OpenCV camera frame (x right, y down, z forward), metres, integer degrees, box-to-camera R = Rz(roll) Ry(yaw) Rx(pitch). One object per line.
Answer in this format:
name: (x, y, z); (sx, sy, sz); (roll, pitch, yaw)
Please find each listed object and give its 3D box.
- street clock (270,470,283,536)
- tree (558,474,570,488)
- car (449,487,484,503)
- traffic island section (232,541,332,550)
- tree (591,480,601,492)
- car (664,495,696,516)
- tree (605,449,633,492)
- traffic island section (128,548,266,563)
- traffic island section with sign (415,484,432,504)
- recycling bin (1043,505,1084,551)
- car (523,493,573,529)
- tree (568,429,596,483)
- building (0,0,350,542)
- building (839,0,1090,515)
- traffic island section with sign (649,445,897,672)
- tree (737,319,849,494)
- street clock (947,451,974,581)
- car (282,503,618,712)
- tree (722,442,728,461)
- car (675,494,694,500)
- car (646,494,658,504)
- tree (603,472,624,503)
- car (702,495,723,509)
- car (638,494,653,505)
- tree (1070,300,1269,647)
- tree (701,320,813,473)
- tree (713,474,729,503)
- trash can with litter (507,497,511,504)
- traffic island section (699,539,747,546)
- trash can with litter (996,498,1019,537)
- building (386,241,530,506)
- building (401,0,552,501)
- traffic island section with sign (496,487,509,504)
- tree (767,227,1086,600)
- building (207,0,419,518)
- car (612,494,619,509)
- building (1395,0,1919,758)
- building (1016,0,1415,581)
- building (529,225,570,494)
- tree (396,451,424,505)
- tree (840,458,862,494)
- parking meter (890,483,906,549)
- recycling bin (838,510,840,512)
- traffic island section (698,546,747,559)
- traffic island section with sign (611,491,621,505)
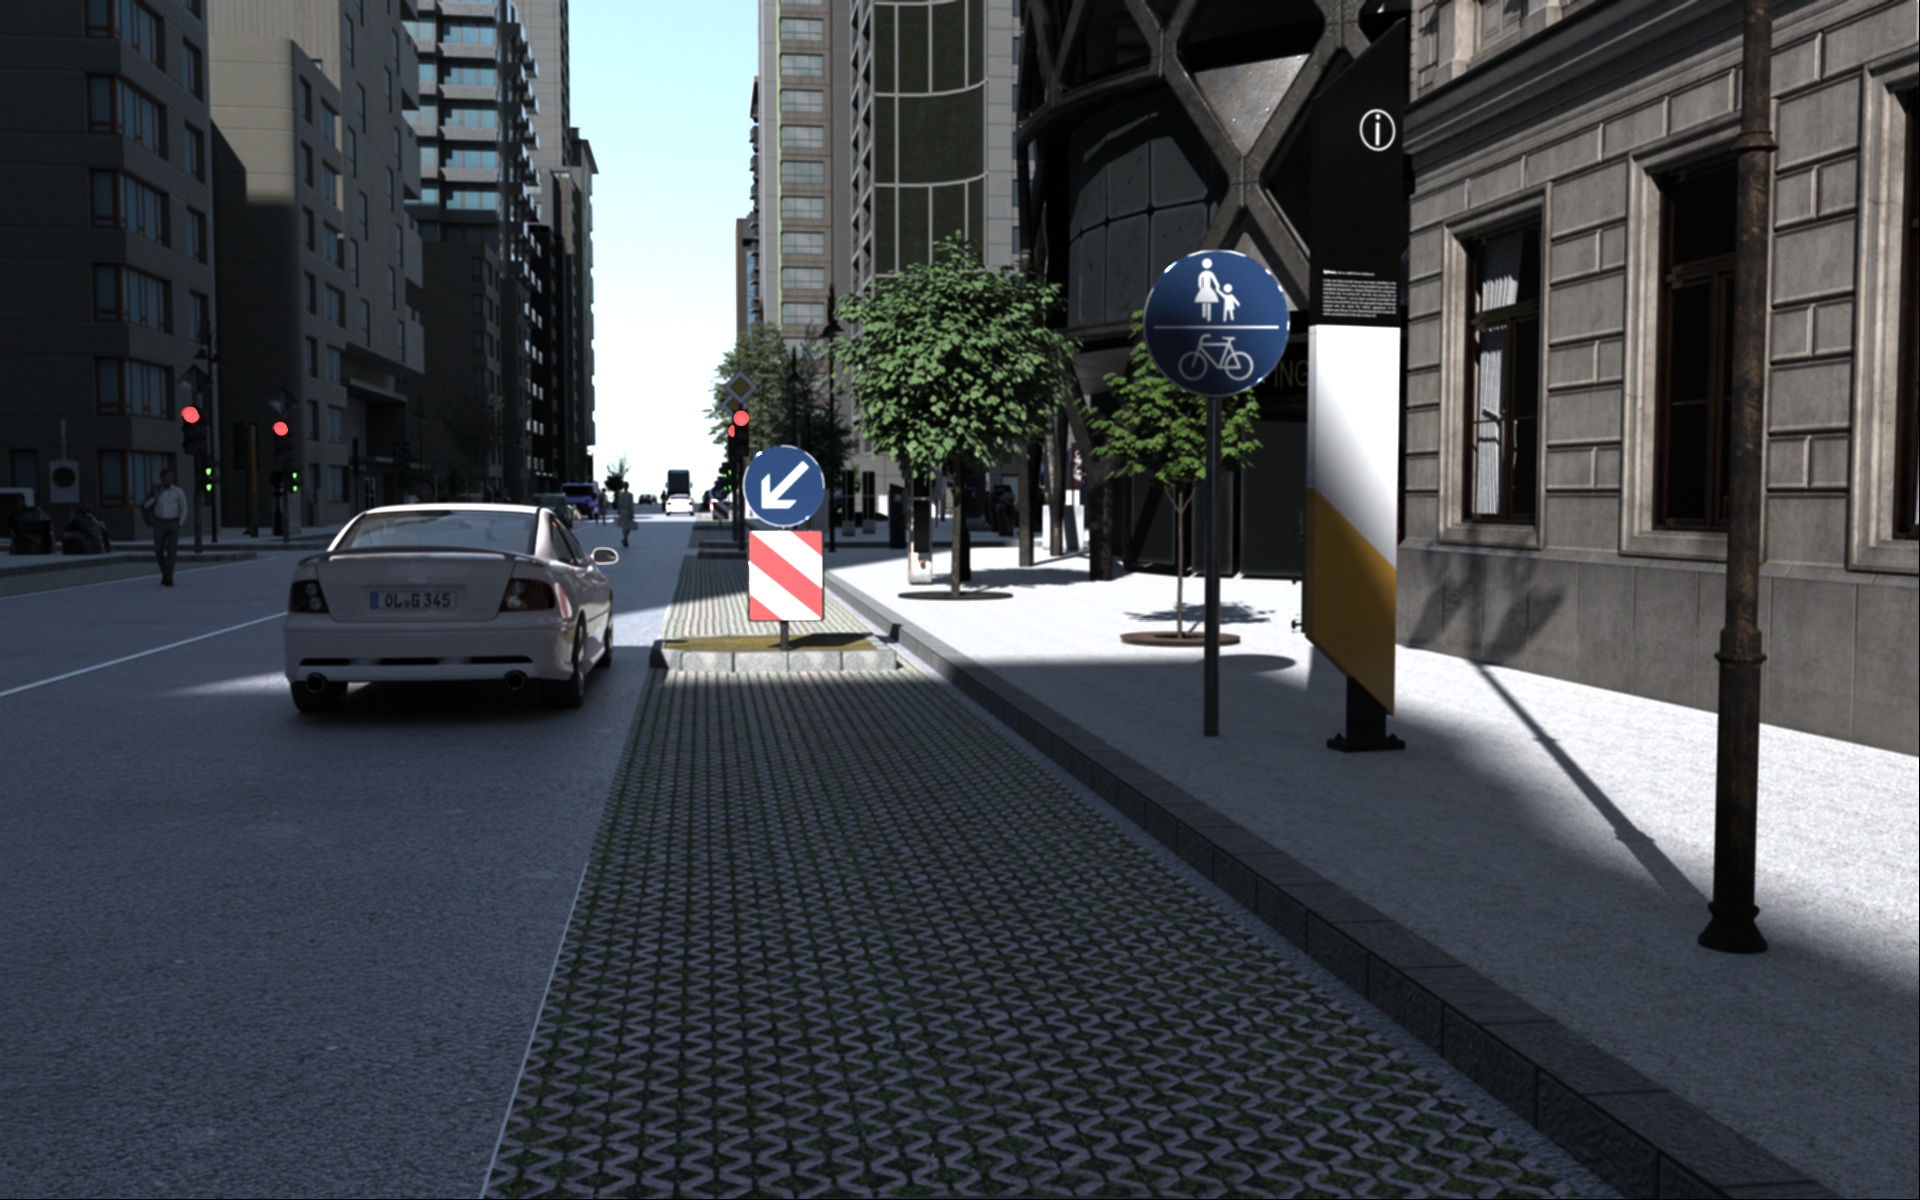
street clock: (-20.837, -2.957, 52.921); (0.358, 2.002, 0.471); (1, 4, 13)
tree: (-38.078, -10.564, 167.323); (1.663, 3.219, 1.824); (0, 3, 0)
car: (-22.600, -4.375, 80.329); (1.959, 1.807, 4.718); (0, 4, -8)
traffic island section: (-17.711, -1.419, 45.485); (2.009, 0.180, 2.903); (-1, 4, -8)
tree: (-44.073, -13.175, 210.017); (1.663, 3.219, 1.824); (0, 3, 0)
car: (-18.560, -6.265, 114.787); (2.083, 1.381, 4.827); (-1, 4, -9)
tree: (-54.352, -19.969, 276.851); (4.360, 8.622, 3.978); (0, 3, 0)
traffic island section: (-16.543, -0.936, 37.586); (2.009, 0.180, 2.903); (-1, 4, -8)
traffic island section with sign: (-21.054, -3.629, 67.956); (1.989, 1.847, 2.006); (-1, 4, -8)
recycling bin: (2.366, -1.658, 39.655); (0.722, 1.027, 0.722); (-2, 4, -30)
car: (-16.955, -3.830, 71.417); (1.959, 1.807, 4.718); (-1, 4, -10)
tree: (-43.175, -14.997, 195.555); (4.737, 8.622, 4.395); (0, 3, 0)
building: (-38.167, -13.059, 58.550); (27.650, 21.520, 28.899); (-1, 4, -8)
building: (1.892, -41.064, 109.645); (20.563, 71.187, 20.611); (-1, 4, -8)
traffic island section with sign: (-1.640, -0.378, 14.805); (1.989, 1.847, 2.006); (-1, 4, -8)
tree: (-6.818, -7.548, 73.765); (4.360, 8.622, 3.978); (0, 3, 0)
street clock: (0.033, -1.282, 25.531); (0.358, 2.002, 0.471); (-2, 4, -34)
car: (-3.628, -0.030, 12.845); (2.083, 1.381, 4.827); (0, 4, -7)
tree: (-26.121, -15.608, 205.556); (4.360, 8.622, 3.978); (0, 3, 0)
car: (-24.515, -8.605, 152.487); (2.131, 1.459, 4.920); (0, 4, -7)
car: (-47.070, -15.532, 264.174); (2.015, 1.641, 3.980); (0, 4, -7)
tree: (-51.372, -16.743, 257.466); (4.285, 4.588, 4.351); (0, 3, 0)
car: (-22.501, -8.860, 157.439); (1.945, 1.354, 3.894); (0, 4, -8)
car: (-43.428, -14.021, 239.035); (2.009, 1.686, 4.222); (0, 4, -7)
tree: (1.773, -1.241, 14.898); (1.663, 3.219, 1.824); (0, 3, 0)
tree: (-13.193, -11.942, 113.384); (7.486, 12.596, 7.792); (0, 3, 0)
tree: (-35.506, -16.955, 260.924); (4.285, 4.588, 4.351); (0, 3, 0)
trash can with litter: (-31.032, -6.610, 119.462); (1.055, 1.170, 0.624); (0, 4, 8)
traffic island section: (-6.095, -1.524, 47.192); (2.009, 0.180, 2.903); (-1, 4, -8)
trash can with litter: (1.630, -2.512, 52.459); (1.055, 1.170, 0.624); (0, 4, -4)
building: (-48.385, -17.524, 131.561); (27.650, 21.520, 28.899); (-1, 4, -8)
building: (-51.049, -33.096, 160.732); (23.786, 49.044, 30.456); (-1, 4, -8)
traffic island section with sign: (-25.021, -5.271, 94.809); (1.989, 1.847, 2.006); (-1, 4, -8)
tree: (-0.137, -2.309, 21.471); (4.285, 4.588, 4.351); (0, 3, 0)
building: (-44.707, -30.820, 93.153); (28.713, 52.752, 27.495); (-1, 4, -8)
car: (-31.921, -9.428, 163.929); (2.009, 1.686, 4.222); (0, 4, -7)
building: (9.669, -8.660, 6.222); (10.561, 19.102, 19.286); (-1, 4, -8)
building: (9.200, -9.958, 30.258); (16.820, 18.784, 16.811); (-1, 4, -8)
building: (-49.402, -25.218, 184.022); (14.160, 30.474, 14.107); (-1, 4, -8)
tree: (-36.131, -7.834, 111.798); (4.285, 4.588, 4.351); (0, 3, 0)
tree: (-5.683, -6.007, 92.822); (1.663, 3.219, 1.824); (0, 3, 0)
parking meter: (-1.464, -1.971, 40.629); (0.372, 1.533, 0.369); (0, 3, 0)
recycling bin: (-7.228, -5.164, 96.992); (0.722, 1.027, 0.722); (-3, 4, -39)
traffic island section: (-4.926, -1.040, 39.293); (2.009, 0.180, 2.903); (-1, 4, -8)
traffic island section with sign: (-44.263, -13.228, 224.902); (1.989, 1.847, 2.006); (-1, 4, -8)
